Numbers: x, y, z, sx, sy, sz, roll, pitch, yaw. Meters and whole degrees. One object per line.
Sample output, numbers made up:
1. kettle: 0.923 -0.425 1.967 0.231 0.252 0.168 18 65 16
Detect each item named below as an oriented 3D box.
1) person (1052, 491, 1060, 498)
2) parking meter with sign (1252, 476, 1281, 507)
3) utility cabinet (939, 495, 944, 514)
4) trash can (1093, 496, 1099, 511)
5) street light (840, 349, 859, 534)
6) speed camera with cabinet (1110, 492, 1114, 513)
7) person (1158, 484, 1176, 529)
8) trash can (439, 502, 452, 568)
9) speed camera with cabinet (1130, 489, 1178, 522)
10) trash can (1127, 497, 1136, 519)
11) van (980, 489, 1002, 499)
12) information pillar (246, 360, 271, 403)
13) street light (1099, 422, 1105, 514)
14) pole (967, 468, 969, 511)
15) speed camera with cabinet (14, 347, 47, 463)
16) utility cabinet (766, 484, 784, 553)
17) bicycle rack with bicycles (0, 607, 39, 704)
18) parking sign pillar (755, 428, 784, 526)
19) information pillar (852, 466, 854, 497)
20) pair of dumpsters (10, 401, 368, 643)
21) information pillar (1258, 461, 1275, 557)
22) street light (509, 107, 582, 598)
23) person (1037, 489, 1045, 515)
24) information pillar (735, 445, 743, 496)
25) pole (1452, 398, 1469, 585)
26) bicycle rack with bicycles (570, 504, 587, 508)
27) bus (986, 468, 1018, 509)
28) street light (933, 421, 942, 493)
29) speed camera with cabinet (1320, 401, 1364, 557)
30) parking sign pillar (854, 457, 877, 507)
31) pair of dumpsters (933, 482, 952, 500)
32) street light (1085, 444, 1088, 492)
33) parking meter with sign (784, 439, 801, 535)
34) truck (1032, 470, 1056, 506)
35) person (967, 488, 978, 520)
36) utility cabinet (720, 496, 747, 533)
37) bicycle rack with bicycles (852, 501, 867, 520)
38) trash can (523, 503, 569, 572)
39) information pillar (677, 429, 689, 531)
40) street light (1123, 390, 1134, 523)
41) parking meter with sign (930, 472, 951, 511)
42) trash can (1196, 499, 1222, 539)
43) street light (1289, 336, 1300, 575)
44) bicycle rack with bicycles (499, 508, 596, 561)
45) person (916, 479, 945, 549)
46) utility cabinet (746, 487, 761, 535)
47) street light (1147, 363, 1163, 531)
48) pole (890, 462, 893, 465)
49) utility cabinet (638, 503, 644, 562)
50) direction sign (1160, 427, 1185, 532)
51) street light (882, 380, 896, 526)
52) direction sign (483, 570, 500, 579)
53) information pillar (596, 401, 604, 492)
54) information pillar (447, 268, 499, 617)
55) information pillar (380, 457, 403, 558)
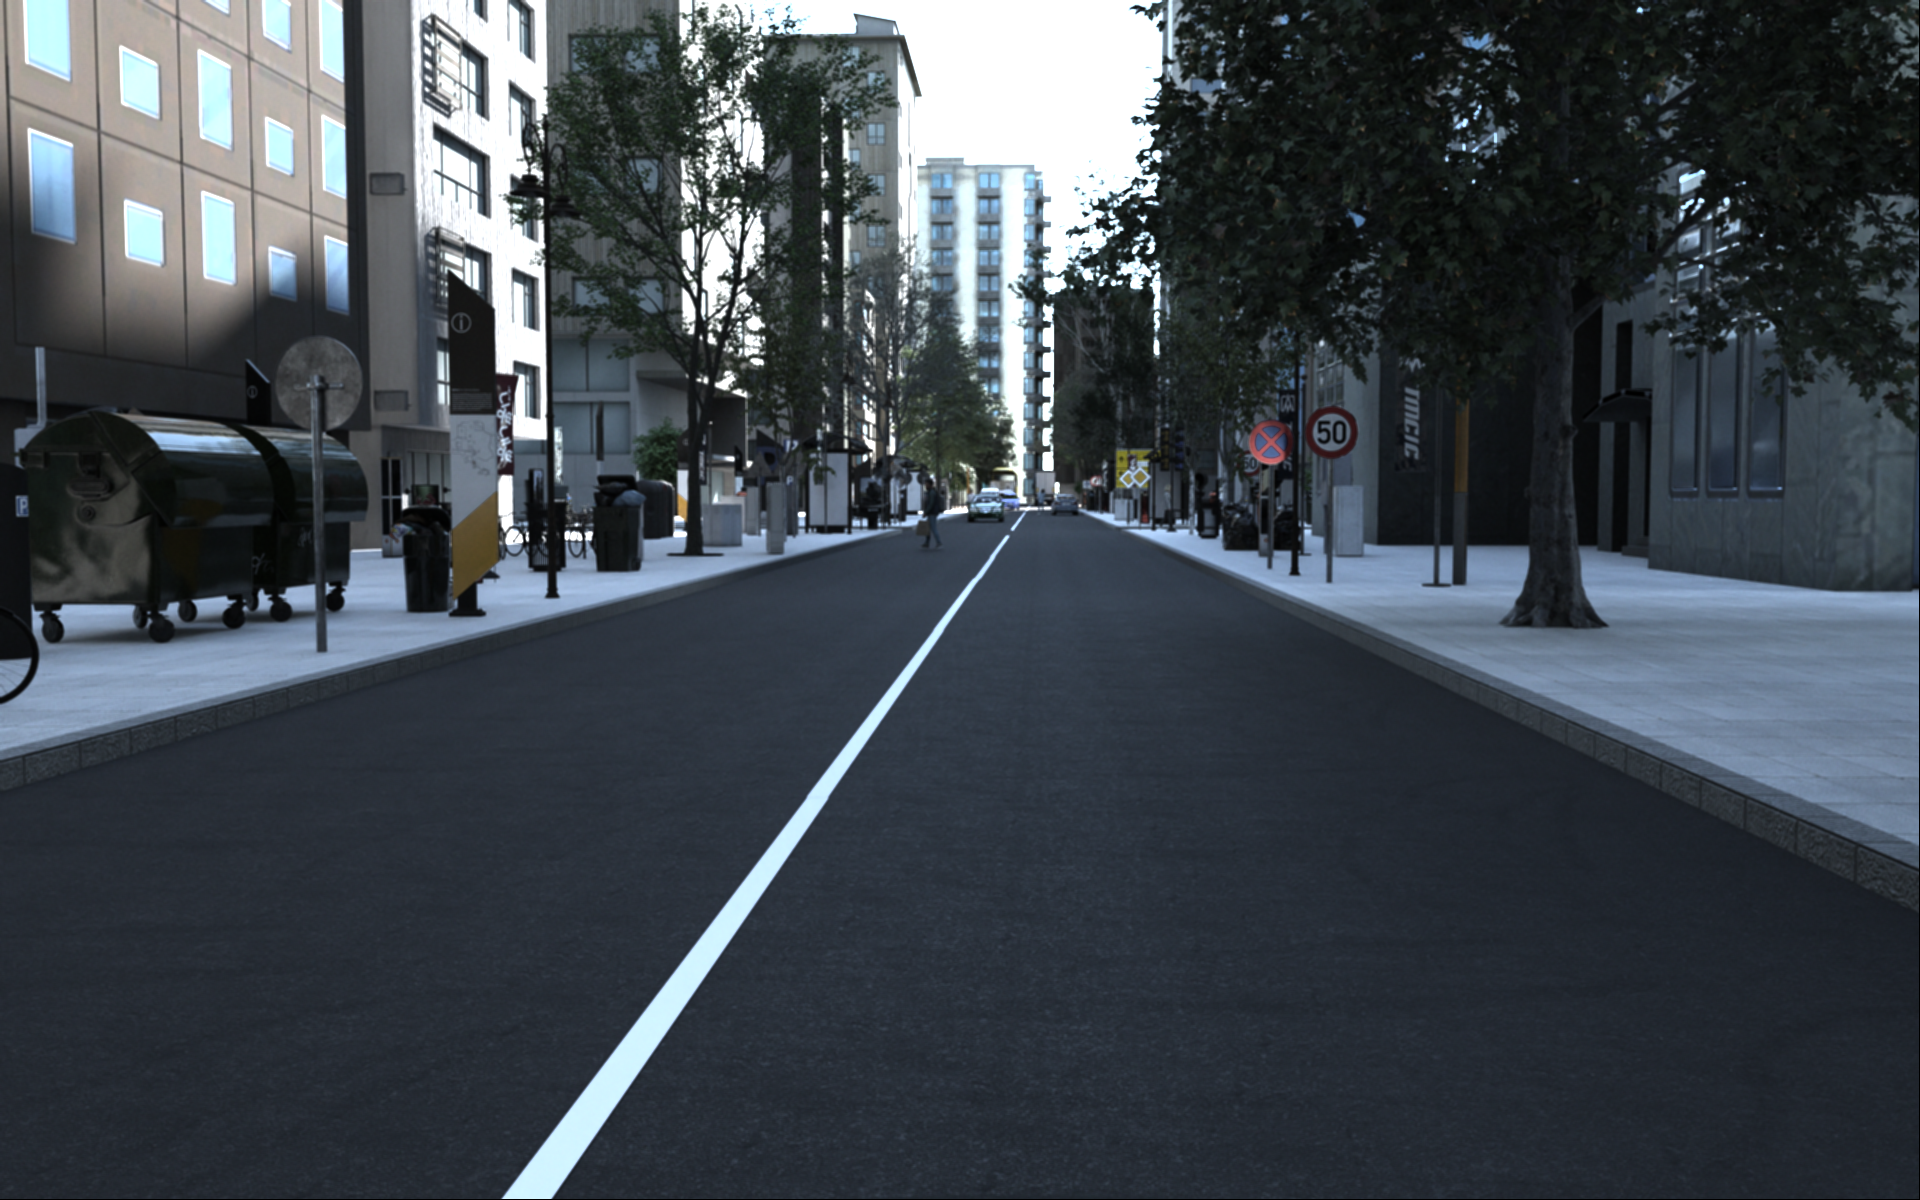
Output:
1. person: 11.015 -11.442 195.584 1.348 1.824 0.705 1 4 21
2. parking meter with sign: 13.033 -4.818 75.038 1.738 3.016 0.543 1 4 18
3. utility cabinet: -1.374 -6.281 113.863 0.306 1.237 1.020 1 4 18
4. trash can: 10.422 -7.310 131.171 0.748 1.137 0.748 0 3 0
5. street light: -3.534 -5.040 55.184 0.468 5.910 1.993 0 4 3
6. speed camera with cabinet: 11.046 -7.403 115.379 2.038 3.252 0.660 0 4 -4
7. person: 7.977 -3.541 66.575 0.728 1.800 0.709 1 4 14
8. trash can: -8.752 -1.142 30.320 0.748 1.137 0.748 0 3 0
9. speed camera with cabinet: 9.054 -5.244 80.078 2.038 3.252 0.660 0 4 -3
10. trash can: 8.924 -4.745 89.228 0.748 1.137 0.748 0 3 0
11. van: 2.225 -7.573 130.823 2.013 2.044 4.112 0 4 4
12. information pillar: -12.212 -2.376 30.199 0.504 3.616 0.183 1 4 22
13. street light: 9.099 -8.446 110.880 0.468 5.910 1.993 0 4 3
14. pole: 0.638 -8.633 134.997 0.158 3.312 0.155 0 3 0
15. speed camera with cabinet: -12.857 -1.746 22.880 2.038 3.252 0.660 -2 4 -33
16. utility cabinet: -4.003 -1.754 37.357 0.318 1.500 1.173 -1 4 -10
17. bicycle rack with bicycles: -7.042 0.185 10.351 2.925 0.926 2.852 0 4 -8
18. parking sign pillar: -7.690 -5.037 70.823 1.447 3.967 1.447 0 4 4
19. information pillar: -8.364 -8.802 135.263 0.504 3.616 0.183 -2 4 -26
20. pair of dumpsters: -7.330 -0.879 16.872 1.574 2.255 4.437 0 4 2
21. information pillar: 6.285 -1.897 35.515 0.304 2.012 0.304 1 4 9
22. street light: -5.037 -2.963 21.226 0.468 5.910 1.993 0 4 3
23. person: 5.654 -6.848 120.727 0.793 1.790 0.793 3 5 41
24. information pillar: -10.610 -5.606 83.006 0.183 3.616 0.504 3 4 37
25. pole: 7.065 -1.869 24.400 0.158 3.312 0.155 0 3 0
26. bicycle rack with bicycles: -13.055 -2.809 59.317 2.925 0.926 2.852 0 4 5
27. bus: 4.140 -10.635 165.435 2.896 3.916 12.252 0 4 3
28. street light: -1.344 -8.005 103.673 0.468 5.910 1.993 0 4 3
29. speed camera with cabinet: 8.015 -2.567 36.302 0.660 3.252 2.038 0 4 2
30. parking sign pillar: -6.983 -8.339 124.821 1.447 3.967 1.447 0 4 5
31. pair of dumpsters: -1.493 -8.059 134.262 1.574 2.255 4.437 0 4 3
32. street light: 10.624 -10.488 144.259 0.468 5.910 1.993 0 4 3
33. parking meter with sign: -5.332 -3.558 54.430 0.543 3.016 1.738 0 4 -1
34. truck: 10.200 -13.473 209.191 2.839 4.237 11.283 0 4 2
35. person: 0.786 -5.185 93.944 0.731 1.740 0.598 -2 4 -24
36. utility cabinet: -7.348 -2.788 56.743 1.020 1.237 0.306 2 4 31
37. bicycle rack with bicycles: -5.518 -4.438 85.940 2.925 0.926 2.852 1 4 17
38. trash can: -6.855 -1.045 28.738 0.748 1.137 0.748 0 3 0
39. information pillar: -9.475 -4.176 59.639 0.504 3.616 0.183 0 4 1
40. street light: 7.537 -6.393 77.314 0.468 5.910 1.993 0 4 3
41. parking meter with sign: -1.622 -8.679 138.163 1.738 3.016 0.543 0 4 7
42. trash can: 7.206 -2.354 50.143 0.748 1.137 0.748 0 3 0
43. street light: 5.297 -3.330 27.231 0.468 5.910 1.993 0 4 3
44. bicycle rack with bicycles: -8.656 -1.303 34.693 2.852 0.926 2.925 -2 4 -35
45. person: -0.774 -2.224 44.854 0.713 1.824 0.794 1 4 18
46. utility cabinet: -6.481 -2.793 54.337 0.318 1.500 1.173 0 4 1
47. street light: 6.799 -5.371 60.611 0.468 5.910 1.993 0 4 3
48. pole: -4.207 -6.897 106.614 0.158 3.312 0.155 0 3 0
49. utility cabinet: -6.209 -1.344 33.129 0.306 1.237 1.020 0 4 -8
50. direction sign: 7.216 -4.093 58.919 0.876 3.537 0.379 2 4 30
51. street light: -2.875 -5.964 70.295 0.468 5.910 1.993 0 4 3
52. direction sign: -7.210 -2.098 26.303 0.379 3.537 0.876 0 4 4
53. information pillar: -8.977 -3.175 43.258 0.183 3.616 0.504 0 3 0
54. information pillar: -5.097 -1.636 18.105 0.504 3.616 0.183 0 4 -1
55. information pillar: -11.455 -1.861 34.919 0.304 2.012 0.304 2 4 33
